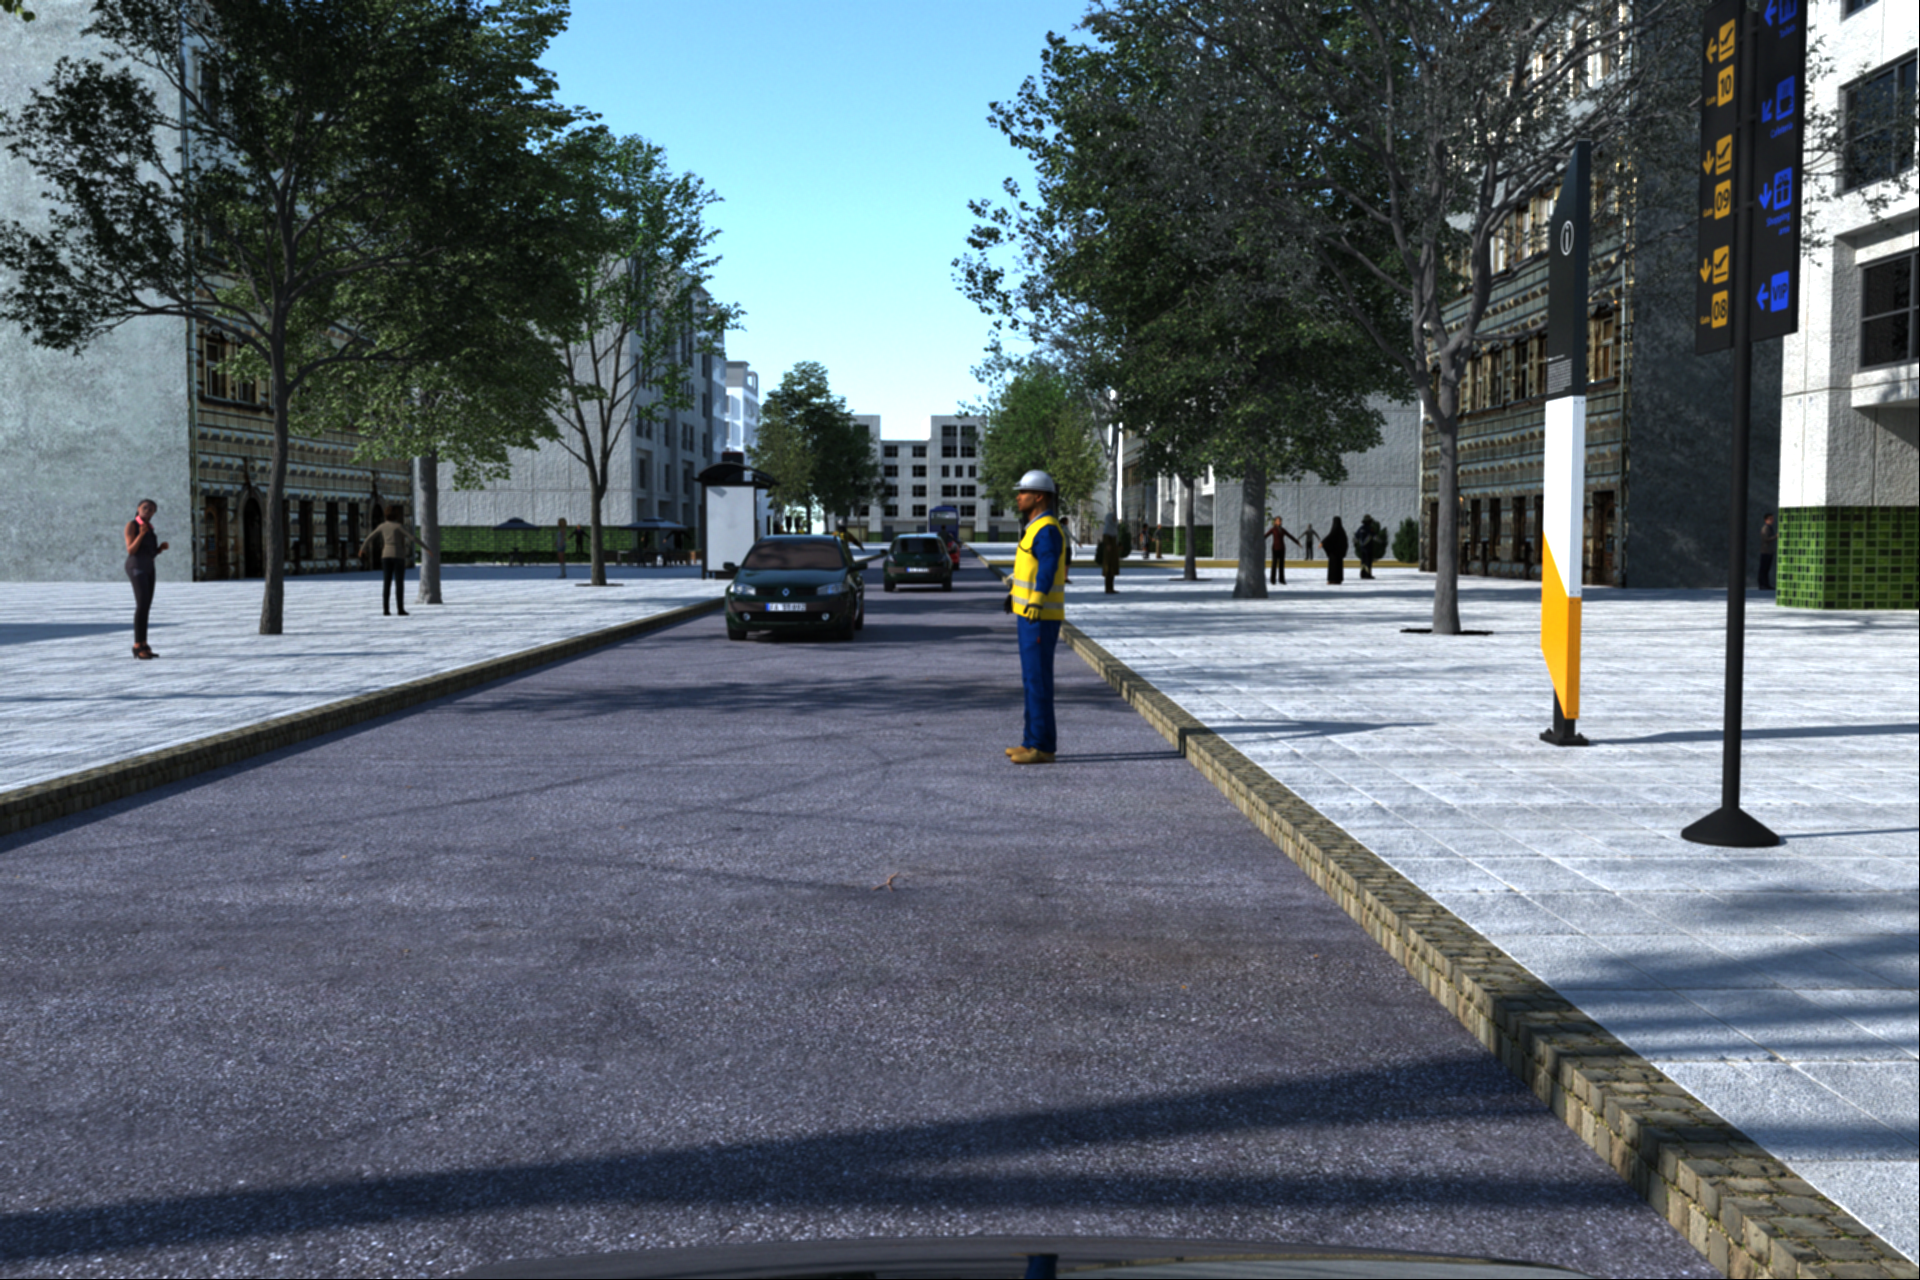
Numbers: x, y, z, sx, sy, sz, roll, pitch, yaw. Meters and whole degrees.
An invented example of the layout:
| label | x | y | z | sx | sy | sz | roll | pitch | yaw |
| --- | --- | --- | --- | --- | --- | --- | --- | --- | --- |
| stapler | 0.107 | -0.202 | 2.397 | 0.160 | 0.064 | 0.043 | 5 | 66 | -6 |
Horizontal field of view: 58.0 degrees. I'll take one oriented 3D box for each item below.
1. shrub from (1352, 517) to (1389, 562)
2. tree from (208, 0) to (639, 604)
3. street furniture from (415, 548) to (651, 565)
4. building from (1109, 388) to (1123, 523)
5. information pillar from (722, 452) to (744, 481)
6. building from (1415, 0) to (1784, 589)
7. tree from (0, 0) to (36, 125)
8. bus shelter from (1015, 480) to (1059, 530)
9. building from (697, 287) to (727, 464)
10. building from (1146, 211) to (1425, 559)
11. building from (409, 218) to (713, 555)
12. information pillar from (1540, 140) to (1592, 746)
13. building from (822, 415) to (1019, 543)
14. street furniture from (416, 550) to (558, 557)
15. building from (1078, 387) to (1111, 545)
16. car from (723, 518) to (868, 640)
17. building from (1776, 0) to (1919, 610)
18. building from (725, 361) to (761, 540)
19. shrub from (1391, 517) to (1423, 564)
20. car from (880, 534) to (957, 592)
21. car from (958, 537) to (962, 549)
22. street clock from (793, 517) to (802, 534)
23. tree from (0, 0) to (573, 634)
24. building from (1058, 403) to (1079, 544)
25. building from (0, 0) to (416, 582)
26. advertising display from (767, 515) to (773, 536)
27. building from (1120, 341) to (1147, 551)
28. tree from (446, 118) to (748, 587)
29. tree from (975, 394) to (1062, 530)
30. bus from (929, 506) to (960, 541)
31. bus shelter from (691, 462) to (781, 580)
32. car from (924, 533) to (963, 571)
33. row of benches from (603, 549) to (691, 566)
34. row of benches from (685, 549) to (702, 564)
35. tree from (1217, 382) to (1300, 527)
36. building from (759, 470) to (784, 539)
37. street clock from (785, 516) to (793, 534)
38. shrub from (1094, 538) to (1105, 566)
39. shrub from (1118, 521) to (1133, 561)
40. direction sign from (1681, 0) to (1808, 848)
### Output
| label | x | y | z | sx | sy | sz | roll | pitch | yaw |
| --- | --- | --- | --- | --- | --- | --- | --- | --- | --- |
| shrub | 18.802 | -4.601 | 79.266 | 1.661 | 2.075 | 1.752 | 0 | 3 | 0 |
| tree | -9.885 | -6.959 | 31.902 | 7.486 | 12.596 | 7.792 | 0 | 3 | 0 |
| street furniture | -18.634 | -3.705 | 76.211 | 10.072 | 0.657 | 5.734 | -1 | 4 | -9 |
| building | 22.107 | -20.816 | 196.762 | 16.016 | 20.090 | 11.380 | 0 | 3 | 0 |
| information pillar | -7.166 | -4.000 | 54.779 | 0.750 | 3.857 | 0.750 | 0 | 4 | -1 |
| building | 24.849 | -13.343 | 49.083 | 19.493 | 23.208 | 18.063 | 0 | 3 | 0 |
| tree | -9.040 | -3.819 | 12.799 | 4.737 | 8.622 | 4.395 | 0 | 3 | 0 |
| bus shelter | 3.464 | -5.293 | 77.826 | 1.731 | 3.624 | 6.357 | 0 | 4 | 0 |
| building | -24.707 | -16.957 | 133.672 | 16.016 | 20.090 | 11.380 | 0 | 3 | 0 |
| building | 21.288 | -14.500 | 103.540 | 16.747 | 18.905 | 31.486 | 0 | 4 | 0 |
| building | -26.790 | -15.072 | 112.886 | 16.747 | 18.905 | 31.486 | 0 | 4 | 0 |
| information pillar | 3.705 | -1.177 | 10.601 | 0.183 | 3.616 | 0.504 | 0 | 3 | 0 |
| building | -5.133 | -24.119 | 263.267 | 31.486 | 18.905 | 16.747 | 0 | 4 | -5 |
| street furniture | -24.535 | -4.233 | 84.829 | 10.072 | 0.657 | 5.734 | 0 | 4 | 7 |
| building | 24.434 | -23.111 | 208.797 | 19.493 | 23.208 | 18.063 | 0 | 4 | -1 |
| car | -2.290 | -0.906 | 24.601 | 2.009 | 1.686 | 4.222 | 0 | 4 | 0 |
| building | 23.052 | -9.066 | 14.692 | 16.747 | 18.905 | 31.486 | 0 | 4 | 0 |
| building | -28.450 | -20.400 | 189.962 | 16.016 | 20.090 | 11.380 | 0 | 4 | 1 |
| shrub | 19.539 | -4.351 | 75.185 | 1.661 | 2.075 | 1.752 | 0 | 3 | 0 |
| car | -1.065 | -2.112 | 44.323 | 2.009 | 1.686 | 4.222 | 0 | 4 | -1 |
| car | -0.750 | -9.860 | 170.996 | 2.009 | 1.686 | 4.222 | 0 | 4 | -2 |
| street clock | -6.967 | -4.261 | 74.239 | 0.358 | 2.002 | 0.471 | 0 | 4 | 1 |
| tree | -8.500 | -5.355 | 21.968 | 7.601 | 10.594 | 8.767 | -1 | 4 | -19 |
| building | 21.353 | -22.467 | 233.796 | 16.747 | 18.905 | 31.486 | 0 | 4 | 0 |
| building | -29.591 | -13.688 | 54.725 | 19.493 | 23.208 | 18.063 | 0 | 4 | 1 |
| advertising display | -6.568 | -3.350 | 59.979 | 0.123 | 1.923 | 0.974 | 0 | 3 | 0 |
| building | 22.696 | -18.612 | 135.239 | 19.493 | 23.208 | 18.063 | 0 | 4 | 0 |
| tree | -8.978 | -7.150 | 42.652 | 9.928 | 11.665 | 9.643 | 0 | 3 | 0 |
| tree | 5.066 | -13.511 | 139.029 | 7.486 | 12.596 | 7.792 | 0 | 3 | 0 |
| bus | -1.391 | -9.811 | 151.955 | 2.896 | 3.916 | 12.251 | 0 | 4 | 0 |
| bus shelter | -6.534 | -3.502 | 51.179 | 2.014 | 3.302 | 5.546 | 0 | 4 | -1 |
| car | -0.931 | -3.684 | 69.281 | 2.155 | 1.783 | 4.494 | 0 | 4 | -1 |
| row of benches | -12.943 | -3.391 | 70.911 | 4.104 | 0.672 | 1.422 | 0 | 4 | 1 |
| row of benches | -10.297 | -3.687 | 75.741 | 1.422 | 0.672 | 4.104 | 3 | 4 | 38 |
| tree | 13.271 | -7.789 | 77.714 | 4.737 | 8.622 | 4.395 | 0 | 3 | 0 |
| building | -26.773 | -16.975 | 219.685 | 9.099 | 9.664 | 28.070 | 0 | 4 | 0 |
| street clock | -6.775 | -3.917 | 68.609 | 0.358 | 2.002 | 0.471 | 0 | 4 | 1 |
| shrub | 5.843 | -3.581 | 69.671 | 1.383 | 1.207 | 1.383 | 0 | 3 | 0 |
| shrub | 7.566 | -4.844 | 83.612 | 1.690 | 2.028 | 1.600 | 0 | 3 | 0 |
| direction sign | 3.228 | -0.927 | 7.156 | 0.379 | 3.537 | 0.876 | 0 | 3 | 0 |
